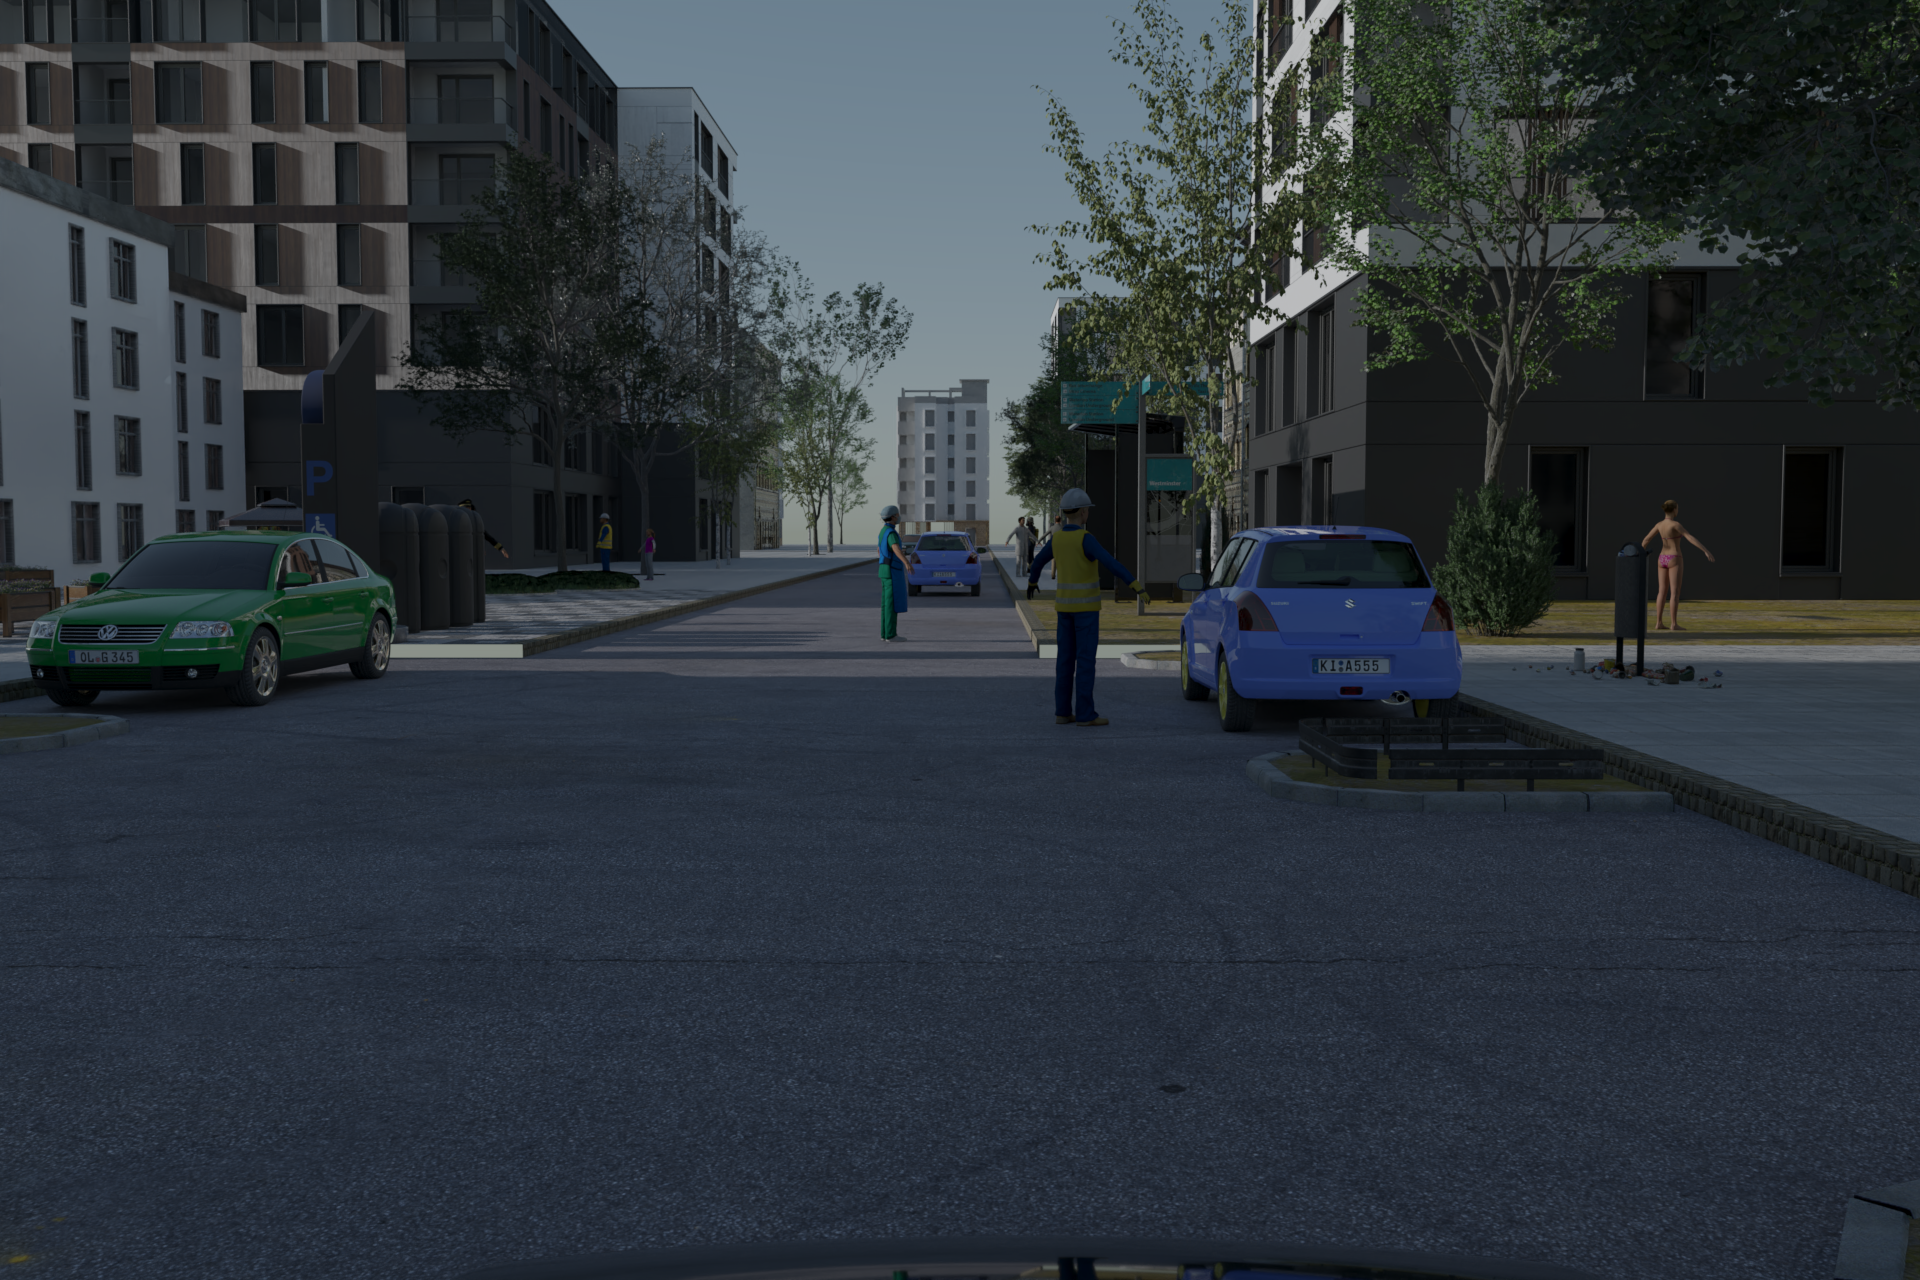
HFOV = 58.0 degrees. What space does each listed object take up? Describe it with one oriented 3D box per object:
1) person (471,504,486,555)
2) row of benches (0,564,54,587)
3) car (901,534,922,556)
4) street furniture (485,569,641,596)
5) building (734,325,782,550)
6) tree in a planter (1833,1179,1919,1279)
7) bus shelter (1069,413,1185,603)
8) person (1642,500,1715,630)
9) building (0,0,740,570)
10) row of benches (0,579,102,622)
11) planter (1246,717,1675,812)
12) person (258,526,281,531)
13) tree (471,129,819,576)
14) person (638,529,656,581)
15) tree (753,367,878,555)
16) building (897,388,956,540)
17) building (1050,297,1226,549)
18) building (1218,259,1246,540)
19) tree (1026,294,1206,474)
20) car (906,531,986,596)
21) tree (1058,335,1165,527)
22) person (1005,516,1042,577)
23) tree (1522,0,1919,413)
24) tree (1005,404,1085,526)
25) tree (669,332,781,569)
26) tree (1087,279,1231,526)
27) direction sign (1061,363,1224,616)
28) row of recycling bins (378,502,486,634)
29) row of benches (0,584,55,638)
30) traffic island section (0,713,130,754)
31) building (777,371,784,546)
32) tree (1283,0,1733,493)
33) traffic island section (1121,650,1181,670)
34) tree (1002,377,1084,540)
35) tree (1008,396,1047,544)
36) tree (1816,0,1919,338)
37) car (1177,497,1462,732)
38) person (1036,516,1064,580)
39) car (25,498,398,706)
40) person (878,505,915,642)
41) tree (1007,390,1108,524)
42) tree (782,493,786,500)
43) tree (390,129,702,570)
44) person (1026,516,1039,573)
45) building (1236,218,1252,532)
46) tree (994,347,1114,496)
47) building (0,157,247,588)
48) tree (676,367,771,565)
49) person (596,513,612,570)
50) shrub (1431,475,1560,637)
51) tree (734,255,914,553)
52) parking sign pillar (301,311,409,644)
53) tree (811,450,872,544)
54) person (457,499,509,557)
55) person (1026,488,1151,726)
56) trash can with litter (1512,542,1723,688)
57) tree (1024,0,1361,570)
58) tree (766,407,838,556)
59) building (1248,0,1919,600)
[{"bbox_3d":[-8.698,-1.508,30.807,0.704,1.843,1.345,-2,4,-28],"label":"person"},{"bbox_3d":[-19.933,-1.141,34.121,1.422,0.672,4.104,2,4,27],"label":"row of benches"},{"bbox_3d":[-2.776,-5.760,103.955,2.009,1.686,4.222,0,4,0],"label":"car"},{"bbox_3d":[-12.237,-1.387,38.303,10.072,0.657,5.734,0,4,-7],"label":"street furniture"},{"bbox_3d":[-25.378,-19.197,144.804,19.493,23.208,18.063,0,3,0],"label":"building"},{"bbox_3d":[2.562,-0.331,2.633,1.991,3.239,1.994,0,4,0],"label":"tree in a planter"},{"bbox_3d":[3.323,-2.686,35.203,1.731,3.624,6.357,0,4,-1],"label":"bus shelter"},{"bbox_3d":[9.562,-1.002,23.189,0.721,1.733,1.217,-2,4,-26],"label":"person"},{"bbox_3d":[-26.180,-14.292,77.642,27.936,21.610,32.646,0,4,1],"label":"building"},{"bbox_3d":[-12.290,-0.579,24.923,1.422,0.672,4.104,2,4,35],"label":"row of benches"},{"bbox_3d":[2.693,0.686,9.921,1.991,0.319,1.994,0,3,0],"label":"planter"},{"bbox_3d":[-17.421,-2.329,43.843,1.354,1.858,0.705,1,4,10],"label":"person"},{"bbox_3d":[-9.779,-8.748,53.396,12.009,13.543,11.850,0,3,0],"label":"tree"},{"bbox_3d":[-8.617,-2.353,47.732,0.599,1.433,0.991,-2,4,-35],"label":"person"},{"bbox_3d":[-8.834,-11.064,106.648,9.928,11.665,9.643,0,3,0],"label":"tree"},{"bbox_3d":[-7.516,-21.864,216.357,11.380,20.090,16.016,0,4,7],"label":"building"},{"bbox_3d":[22.491,-19.685,165.820,27.936,21.610,32.646,0,4,0],"label":"building"},{"bbox_3d":[25.359,-16.293,97.312,19.493,23.208,18.063,0,4,1],"label":"building"},{"bbox_3d":[6.608,-9.056,73.822,9.928,11.665,9.643,0,3,0],"label":"tree"},{"bbox_3d":[-0.342,-1.930,41.149,1.945,1.707,3.694,0,4,1],"label":"car"},{"bbox_3d":[5.665,-6.966,64.259,4.360,8.622,3.978,0,3,0],"label":"tree"},{"bbox_3d":[1.870,-2.796,51.896,1.347,1.806,0.705,-2,4,-34],"label":"person"},{"bbox_3d":[8.624,-6.503,12.987,9.857,13.997,8.962,0,3,0],"label":"tree"},{"bbox_3d":[6.382,-10.903,112.680,7.601,10.594,8.767,0,4,-5],"label":"tree"},{"bbox_3d":[-8.720,-6.945,63.908,4.737,8.622,4.395,0,3,0],"label":"tree"},{"bbox_3d":[5.621,-6.070,49.604,4.737,8.622,4.395,0,3,0],"label":"tree"},{"bbox_3d":[2.837,-2.309,26.522,2.525,3.948,1.411,0,4,1],"label":"direction sign"},{"bbox_3d":[-7.329,-1.017,23.744,1.069,1.692,3.534,0,4,2],"label":"row of recycling bins"},{"bbox_3d":[-12.111,-0.302,20.405,1.422,0.672,4.104,0,4,2],"label":"row of benches"},{"bbox_3d":[-6.999,0.662,12.049,1.991,0.108,1.994,0,4,0],"label":"traffic island section"},{"bbox_3d":[-24.926,-19.856,181.070,16.016,20.090,11.380,0,4,1],"label":"building"},{"bbox_3d":[8.958,-6.281,28.442,9.928,11.665,9.643,0,3,0],"label":"tree"},{"bbox_3d":[2.799,0.228,19.131,1.991,0.108,1.994,0,4,1],"label":"traffic island section"},{"bbox_3d":[6.641,-12.614,124.369,7.486,12.596,7.792,0,3,0],"label":"tree"},{"bbox_3d":[11.658,-22.199,218.844,12.611,20.169,13.585,0,3,0],"label":"tree"},{"bbox_3d":[17.738,-6.234,27.677,9.928,11.665,9.643,0,3,0],"label":"tree"},{"bbox_3d":[2.749,-0.260,13.841,1.945,1.707,3.694,0,4,1],"label":"car"},{"bbox_3d":[2.776,-2.607,48.902,1.348,1.796,0.705,1,4,18],"label":"person"},{"bbox_3d":[-6.643,-0.429,15.811,1.959,1.807,4.718,0,4,1],"label":"car"},{"bbox_3d":[-0.893,-0.889,23.116,0.704,1.817,1.347,-1,4,-18],"label":"person"},{"bbox_3d":[6.388,-10.001,97.930,7.601,10.594,8.767,-3,5,-45],"label":"tree"},{"bbox_3d":[-23.176,-16.172,214.770,4.360,8.622,3.978,0,3,0],"label":"tree"},{"bbox_3d":[-9.782,-6.517,40.967,7.601,10.594,8.767,-2,4,-26],"label":"tree"},{"bbox_3d":[2.275,-3.113,56.678,0.705,1.856,1.354,1,4,22],"label":"person"},{"bbox_3d":[23.609,-15.167,78.903,19.493,23.208,18.063,0,4,0],"label":"building"},{"bbox_3d":[5.795,-9.312,86.666,7.601,10.594,8.767,2,4,27],"label":"tree"},{"bbox_3d":[-25.856,-6.424,47.179,9.099,9.664,28.070,0,4,0],"label":"building"},{"bbox_3d":[-9.506,-7.379,71.010,4.360,8.622,3.978,0,3,0],"label":"tree"},{"bbox_3d":[-9.477,-2.456,46.129,0.705,1.833,1.349,0,4,-3],"label":"person"},{"bbox_3d":[6.715,-1.062,21.784,1.690,2.028,1.600,0,3,0],"label":"shrub"},{"bbox_3d":[-10.378,-16.123,119.495,12.611,20.169,13.585,0,3,0],"label":"tree"},{"bbox_3d":[-7.281,-1.951,20.366,1.447,3.967,1.447,0,4,2],"label":"parking sign pillar"},{"bbox_3d":[-14.890,-17.682,214.858,9.928,11.665,9.643,0,3,0],"label":"tree"},{"bbox_3d":[-7.837,-1.320,27.511,1.347,1.837,0.705,-3,5,-41],"label":"person"},{"bbox_3d":[0.935,-0.253,13.053,0.721,1.772,1.216,-3,5,-44],"label":"person"},{"bbox_3d":[6.023,-0.268,15.437,1.678,1.210,2.233,0,4,0],"label":"trash can with litter"},{"bbox_3d":[3.057,-4.380,21.971,4.737,8.622,4.395,0,3,0],"label":"tree"},{"bbox_3d":[-8.829,-9.099,99.139,4.737,8.622,4.395,0,3,0],"label":"tree"},{"bbox_3d":[21.839,-12.547,49.121,27.936,21.610,32.646,0,4,0],"label":"building"}]
